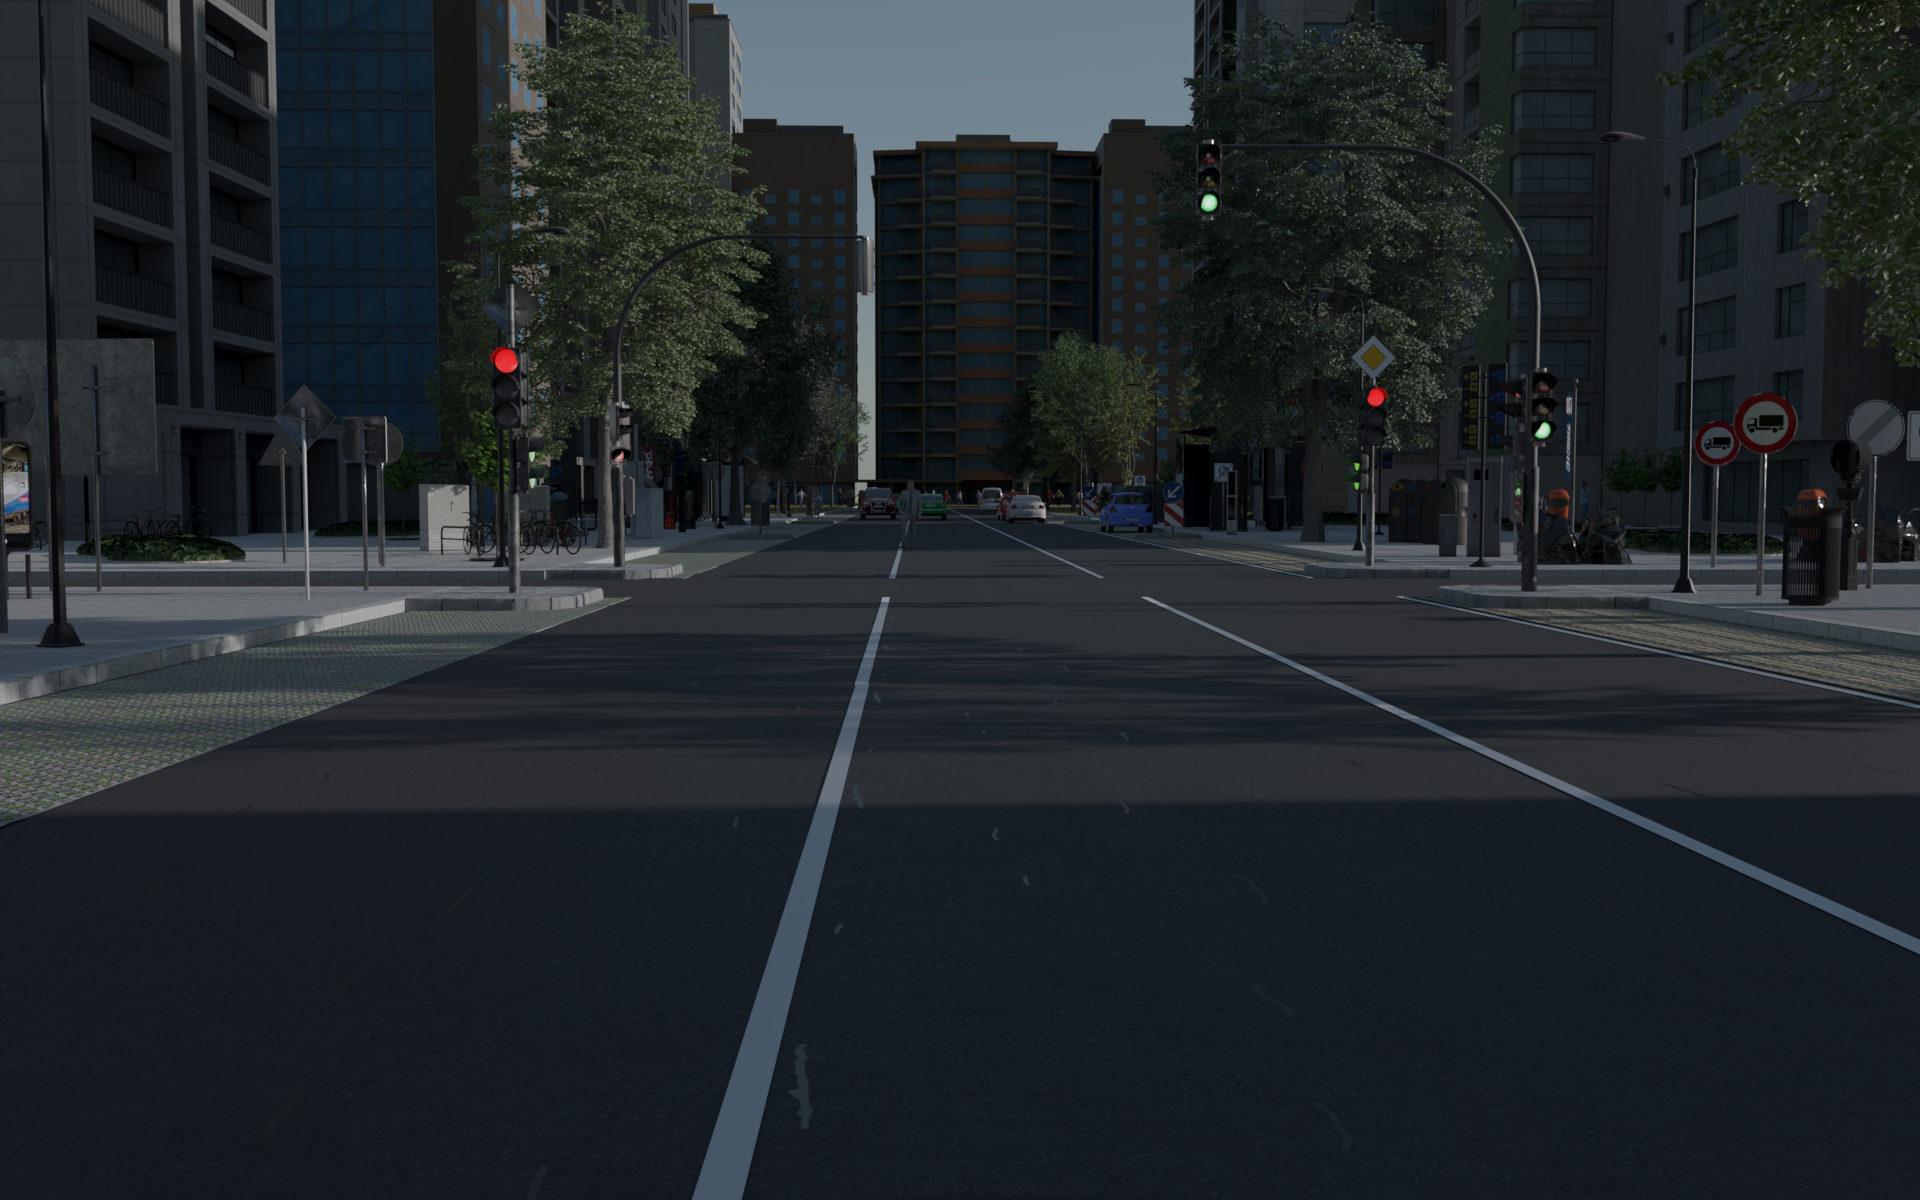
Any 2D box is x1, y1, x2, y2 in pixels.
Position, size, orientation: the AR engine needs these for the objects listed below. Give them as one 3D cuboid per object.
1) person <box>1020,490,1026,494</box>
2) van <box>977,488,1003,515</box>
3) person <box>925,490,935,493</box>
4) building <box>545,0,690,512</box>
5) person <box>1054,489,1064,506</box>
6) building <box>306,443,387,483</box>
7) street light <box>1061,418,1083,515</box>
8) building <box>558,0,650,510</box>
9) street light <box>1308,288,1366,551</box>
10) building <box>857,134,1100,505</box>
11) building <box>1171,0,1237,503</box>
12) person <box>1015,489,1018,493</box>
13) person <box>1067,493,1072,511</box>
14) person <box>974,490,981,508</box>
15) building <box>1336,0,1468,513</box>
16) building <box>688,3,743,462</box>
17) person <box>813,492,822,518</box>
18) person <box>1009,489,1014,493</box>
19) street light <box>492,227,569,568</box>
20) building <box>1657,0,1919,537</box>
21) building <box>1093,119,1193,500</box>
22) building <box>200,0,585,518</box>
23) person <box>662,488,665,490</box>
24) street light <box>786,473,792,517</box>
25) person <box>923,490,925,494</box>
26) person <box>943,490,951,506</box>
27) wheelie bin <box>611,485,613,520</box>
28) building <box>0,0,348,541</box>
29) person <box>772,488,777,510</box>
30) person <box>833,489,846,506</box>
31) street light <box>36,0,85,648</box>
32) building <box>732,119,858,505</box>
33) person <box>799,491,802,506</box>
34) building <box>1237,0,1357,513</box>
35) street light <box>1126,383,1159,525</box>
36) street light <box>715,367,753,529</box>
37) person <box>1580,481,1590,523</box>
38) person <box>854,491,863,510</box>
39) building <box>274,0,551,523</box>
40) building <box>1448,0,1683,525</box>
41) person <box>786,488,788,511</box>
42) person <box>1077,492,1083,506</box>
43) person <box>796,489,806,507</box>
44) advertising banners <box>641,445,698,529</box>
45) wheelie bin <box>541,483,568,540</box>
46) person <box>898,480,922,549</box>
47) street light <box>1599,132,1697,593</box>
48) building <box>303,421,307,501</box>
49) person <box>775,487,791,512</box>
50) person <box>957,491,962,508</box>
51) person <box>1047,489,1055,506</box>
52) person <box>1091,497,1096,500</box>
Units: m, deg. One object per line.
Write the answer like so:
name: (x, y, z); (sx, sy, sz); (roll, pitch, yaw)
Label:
person: (4.632, -7.334, 128.862); (0.568, 1.767, 0.683); (-3, 5, -39)
van: (2.155, -6.843, 118.893); (2.013, 2.044, 4.112); (0, 3, 0)
person: (-1.916, -6.379, 113.601); (0.742, 1.727, 0.445); (0, 4, -2)
building: (-35.732, -43.891, 155.872); (20.611, 71.187, 20.563); (0, 4, -1)
person: (10.419, -10.837, 183.230); (1.348, 1.823, 0.705); (3, 4, 36)
building: (-58.348, -28.043, 150.387); (23.993, 40.220, 32.217); (0, 4, -1)
street light: (6.848, -8.157, 105.907); (1.470, 5.913, 1.316); (0, 4, -1)
building: (-31.863, -27.463, 132.611); (14.154, 41.232, 14.086); (0, 4, -1)
street light: (8.517, -4.073, 39.132); (1.470, 5.913, 1.316); (0, 4, -1)
building: (2.041, -34.201, 213.815); (28.867, 44.769, 22.147); (0, 4, -1)
building: (30.659, -43.928, 156.474); (20.563, 71.187, 20.611); (0, 4, -1)
person: (3.737, -6.374, 113.509); (1.217, 1.735, 0.721); (1, 4, 18)
person: (8.528, -7.723, 132.990); (0.721, 1.739, 1.217); (2, 4, 32)
person: (1.795, -10.462, 179.417); (0.599, 1.838, 0.709); (-2, 4, -35)
building: (28.881, -20.037, 99.313); (14.160, 30.474, 14.107); (0, 4, -1)
building: (-40.911, -40.978, 211.984); (28.212, 58.520, 21.231); (0, 4, -1)
person: (-8.353, -5.599, 101.860); (0.589, 1.601, 0.330); (3, 4, 37)
person: (3.328, -6.065, 108.380); (0.721, 1.743, 1.217); (3, 4, 37)
street light: (-7.492, -3.530, 30.250); (1.470, 5.913, 1.316); (0, 4, -1)
building: (31.404, -17.214, 53.147); (14.107, 30.474, 14.160); (0, 4, -1)
building: (23.685, -34.257, 210.211); (14.200, 45.320, 14.600); (0, 4, -1)
building: (-35.472, -41.343, 114.210); (20.563, 71.187, 20.611); (0, 4, -1)
person: (-21.113, -7.126, 123.217); (0.551, 1.740, 0.621); (2, 4, 29)
street light: (-9.038, -7.607, 96.920); (1.470, 5.913, 1.316); (0, 4, -1)
person: (-3.009, -8.497, 148.102); (0.721, 1.739, 1.217); (2, 4, 25)
person: (-1.442, -10.292, 176.711); (0.705, 1.831, 1.348); (-3, 4, -39)
wheelie bin: (-12.574, -3.368, 62.975); (0.980, 1.594, 0.693); (-1, 4, -8)
building: (-32.107, -37.744, 55.370); (20.563, 71.187, 20.611); (0, 4, -1)
person: (-14.601, -7.890, 135.833); (0.721, 1.735, 1.217); (0, 4, 3)
person: (-12.477, -10.617, 179.767); (1.348, 1.807, 0.705); (1, 4, 16)
street light: (-7.040, -2.562, 14.426); (1.470, 5.913, 1.316); (0, 4, -1)
building: (-19.639, -34.245, 210.023); (14.200, 45.320, 14.600); (0, 4, -1)
person: (-16.281, -10.482, 177.441); (0.705, 1.822, 1.348); (-1, 4, -17)
building: (31.704, -36.080, 131.907); (21.231, 58.520, 28.212); (0, 4, -1)
street light: (7.669, -6.126, 72.708); (1.470, 5.913, 1.316); (0, 4, -1)
street light: (-8.265, -5.560, 63.450); (1.470, 5.913, 1.316); (0, 4, -1)
person: (25.212, -3.893, 69.955); (0.793, 1.790, 0.793); (0, 4, -2)
person: (-9.096, -9.070, 157.503); (1.217, 1.735, 0.721); (0, 4, -7)
building: (-27.951, -26.393, 81.630); (14.600, 45.320, 14.200); (0, 4, -1)
building: (29.517, -24.058, 76.938); (14.154, 41.232, 14.086); (0, 4, -1)
person: (-13.138, -7.549, 130.200); (0.721, 1.736, 1.217); (-2, 4, -31)
person: (12.740, -10.783, 183.289); (0.756, 1.711, 0.436); (-2, 4, -25)
person: (-15.908, -10.221, 173.244); (1.350, 1.814, 0.705); (-3, 5, -45)
advertising banners: (-10.527, -4.074, 62.792); (2.074, 3.025, 0.090); (-2, 4, -23)
wheelie bin: (-11.369, -2.472, 48.324); (0.980, 1.594, 0.693); (1, 4, 17)
person: (-1.318, -2.249, 45.375); (0.635, 1.810, 0.391); (0, 4, -4)
street light: (8.899, -3.050, 22.405); (1.470, 5.913, 1.316); (0, 4, -1)
building: (-69.556, -40.950, 211.527); (28.212, 58.520, 21.231); (0, 4, -1)
person: (-12.800, -7.274, 124.933); (1.348, 1.831, 0.705); (-3, 4, -38)
person: (0.028, -10.367, 178.939); (0.436, 1.711, 0.756); (-1, 4, -21)
person: (9.134, -10.592, 179.159); (1.348, 1.831, 0.705); (2, 4, 28)
person: (8.282, -6.257, 109.053); (0.721, 1.736, 1.217); (-1, 4, -23)
